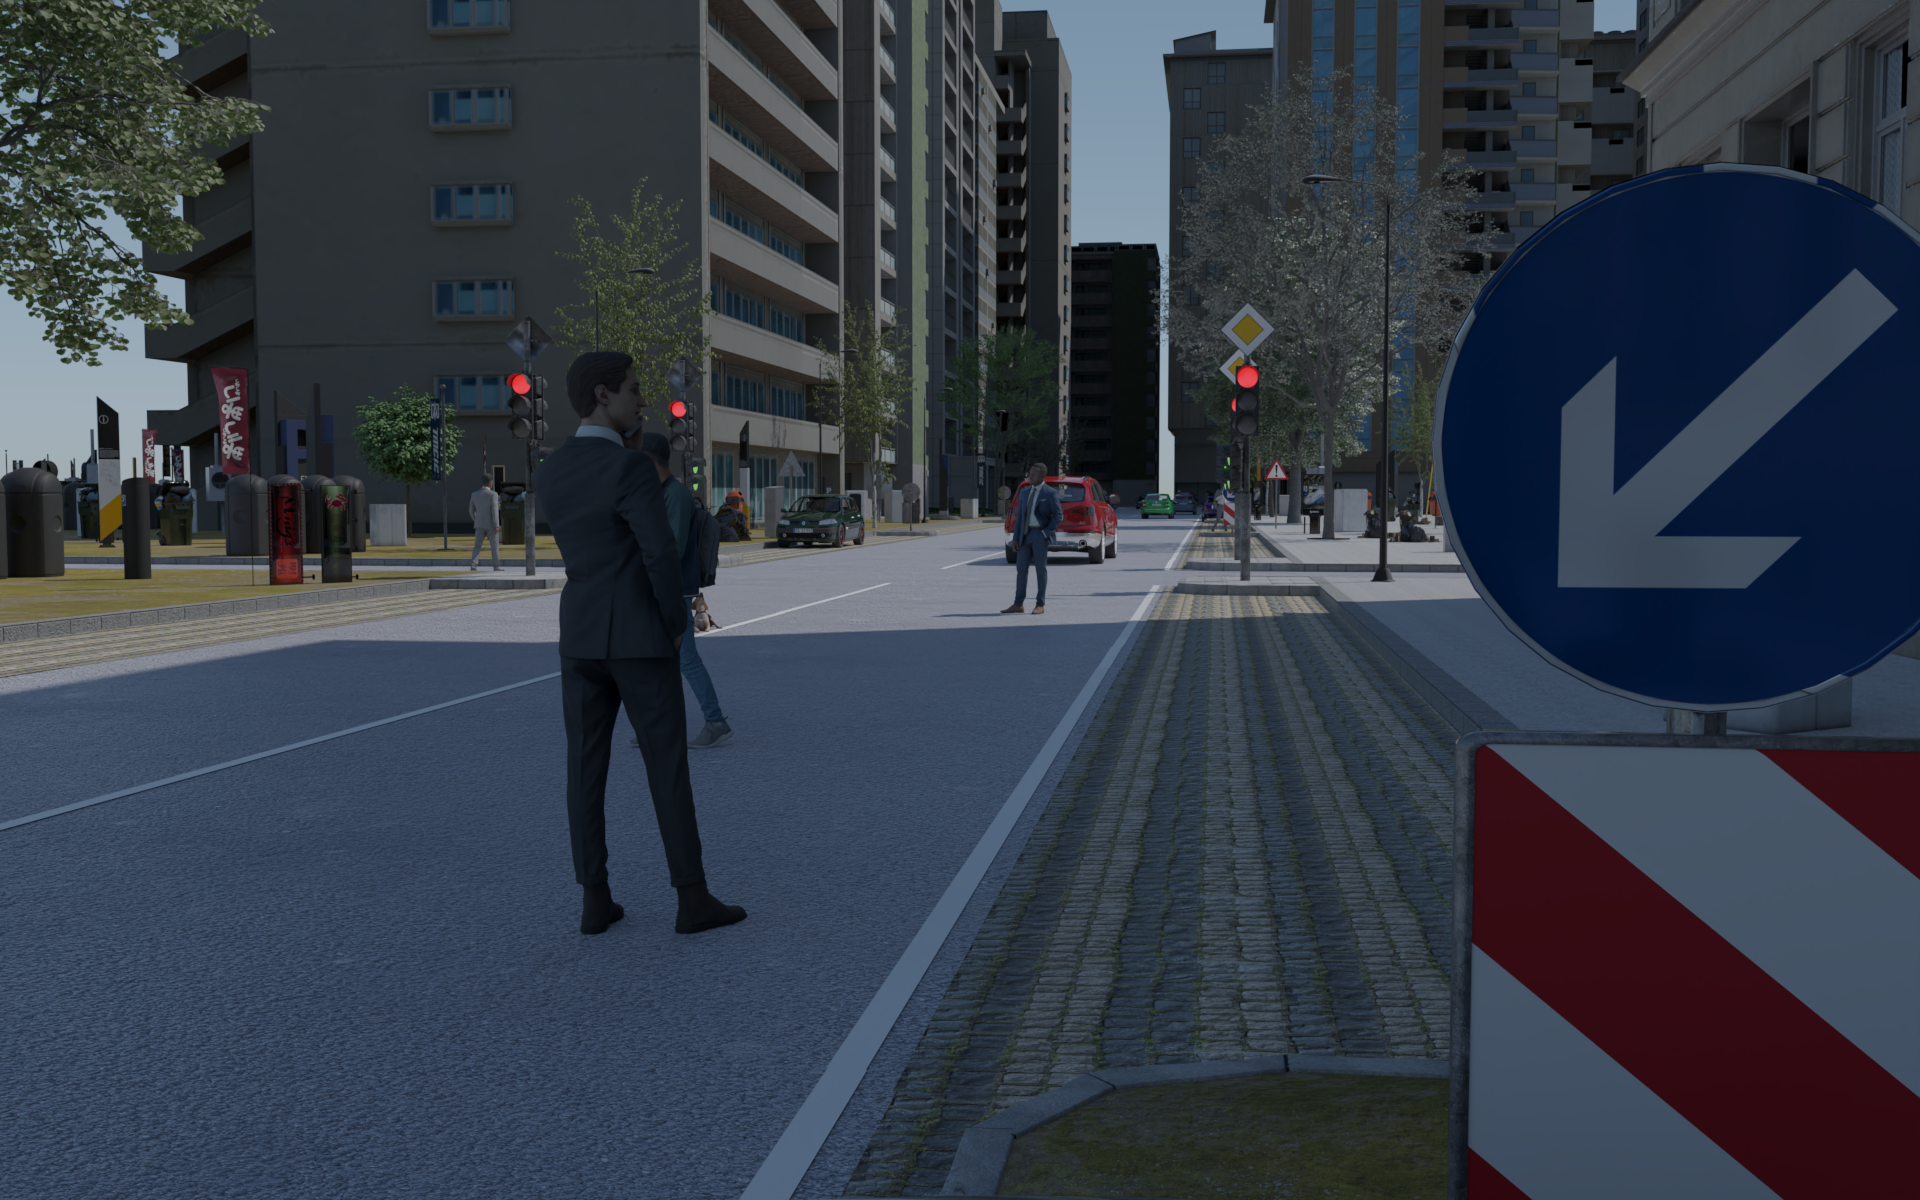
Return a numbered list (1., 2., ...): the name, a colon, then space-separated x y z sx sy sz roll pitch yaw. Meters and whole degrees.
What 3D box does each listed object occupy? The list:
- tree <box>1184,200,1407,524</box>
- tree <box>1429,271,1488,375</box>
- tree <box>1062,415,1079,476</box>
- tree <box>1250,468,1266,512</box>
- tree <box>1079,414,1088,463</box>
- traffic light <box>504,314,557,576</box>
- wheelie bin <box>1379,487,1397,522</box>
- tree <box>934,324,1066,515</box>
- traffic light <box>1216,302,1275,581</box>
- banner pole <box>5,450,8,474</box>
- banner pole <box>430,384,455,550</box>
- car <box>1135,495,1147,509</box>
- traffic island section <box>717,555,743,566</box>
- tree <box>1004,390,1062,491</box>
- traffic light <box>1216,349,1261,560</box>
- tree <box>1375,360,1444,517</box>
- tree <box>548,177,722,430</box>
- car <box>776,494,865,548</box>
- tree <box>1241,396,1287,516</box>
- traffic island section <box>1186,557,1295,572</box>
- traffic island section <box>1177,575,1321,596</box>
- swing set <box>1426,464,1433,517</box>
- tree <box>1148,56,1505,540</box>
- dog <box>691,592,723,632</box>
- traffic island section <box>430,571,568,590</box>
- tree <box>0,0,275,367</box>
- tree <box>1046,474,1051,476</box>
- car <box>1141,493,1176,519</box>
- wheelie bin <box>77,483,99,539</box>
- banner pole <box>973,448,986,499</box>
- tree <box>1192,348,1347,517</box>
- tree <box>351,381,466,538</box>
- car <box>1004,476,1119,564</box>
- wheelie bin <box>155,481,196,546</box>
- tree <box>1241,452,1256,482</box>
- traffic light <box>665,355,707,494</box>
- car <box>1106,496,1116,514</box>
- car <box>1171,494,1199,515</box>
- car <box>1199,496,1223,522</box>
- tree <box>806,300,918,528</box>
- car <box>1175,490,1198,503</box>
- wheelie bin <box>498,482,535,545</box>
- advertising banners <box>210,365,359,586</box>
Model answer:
1. tree: 14.517 -10.315 75.306 9.857 13.997 8.962 0 3 0
2. tree: 17.362 -6.503 56.678 4.360 8.622 3.978 0 3 0
3. tree: 5.999 -10.767 126.405 4.360 8.622 3.978 0 3 0
4. tree: 20.757 -7.862 123.143 1.663 3.219 1.824 0 3 0
5. tree: 9.975 -12.766 159.078 4.360 8.622 3.978 0 3 0
6. traffic light: -6.739 -2.337 27.129 0.839 4.253 0.868 1 4 8
7. wheelie bin: 19.832 -4.430 80.334 0.693 1.594 0.980 -1 4 -11
8. tree: 2.405 -10.939 104.607 9.928 11.665 9.643 0 3 0
9. traffic light: 4.207 -2.240 25.543 0.839 4.253 0.868 1 4 8
10. banner pole: -53.943 -6.609 98.068 0.401 3.779 0.863 -2 4 -26
11. banner pole: -11.951 -3.042 39.761 0.401 3.779 0.863 -3 5 -44
12. car: 17.816 -9.393 166.161 1.945 1.354 3.894 1 4 9
13. traffic island section: -5.617 -0.788 35.170 2.009 0.180 2.903 1 4 8
14. tree: 4.861 -10.423 120.784 4.360 8.622 3.978 0 3 0
15. traffic light: 5.368 -2.723 33.443 0.839 4.253 0.868 1 4 8
16. tree: 25.073 -8.813 94.453 4.737 8.622 4.395 0 3 0
17. tree: -7.872 -5.553 41.149 4.737 8.622 4.395 0 3 0
18. car: -3.765 -2.283 47.109 2.009 1.686 4.222 1 4 9
19. tree: 18.083 -9.295 102.331 4.737 8.622 4.395 0 3 0
20. traffic island section: 5.406 -0.689 33.552 2.009 0.180 2.903 1 4 8
21. traffic island section: 4.245 -0.206 25.651 2.009 0.180 2.903 1 4 8
22. swing set: 25.059 -5.413 86.128 3.119 2.851 2.862 0 4 2
23. tree: 10.370 -8.451 48.550 12.009 13.543 11.850 0 3 0
24. dog: -2.646 0.117 18.283 0.550 0.427 0.748 3 4 37
25. traffic island section: -6.777 -0.305 27.269 2.009 0.180 2.903 1 4 8
26. tree: -10.180 -6.008 16.356 7.486 12.596 7.792 0 3 0
27. tree: 7.246 -9.151 144.215 1.663 3.219 1.824 0 3 0
28. car: 11.502 -5.607 100.475 1.959 1.807 4.718 1 4 9
29. wheelie bin: -24.971 -2.570 49.921 0.980 1.594 0.693 2 4 27
30. banner pole: 0.992 -6.321 93.363 0.863 3.779 0.401 1 4 15
31. tree: 17.178 -9.838 95.260 8.767 10.594 7.601 0 4 -1
32. tree: -16.096 -4.099 50.741 4.285 4.588 4.351 0 3 0
33. car: 2.227 -1.745 37.205 2.281 1.827 5.304 1 4 10
34. wheelie bin: -19.441 -2.148 43.035 0.693 1.594 0.980 3 4 37
35. tree: 29.128 -14.082 180.604 4.360 8.622 3.978 0 3 0
36. traffic light: -5.579 -2.820 35.030 0.839 4.253 0.868 1 4 8
37. car: 7.952 -5.292 99.103 1.945 1.354 3.894 1 4 10
38. car: 15.647 -6.662 120.931 2.014 1.417 4.499 1 4 9
39. car: 13.383 -4.717 89.709 1.945 1.354 3.894 0 4 8
40. tree: -3.379 -6.997 64.756 4.737 8.622 4.395 0 3 0
41. car: 22.591 -10.056 173.082 2.281 1.827 5.304 1 4 10
42. wheelie bin: -11.268 -2.201 43.896 0.980 1.594 0.693 0 4 -5
43. advertising banners: -9.483 -1.724 24.377 0.090 3.025 2.074 3 5 43
